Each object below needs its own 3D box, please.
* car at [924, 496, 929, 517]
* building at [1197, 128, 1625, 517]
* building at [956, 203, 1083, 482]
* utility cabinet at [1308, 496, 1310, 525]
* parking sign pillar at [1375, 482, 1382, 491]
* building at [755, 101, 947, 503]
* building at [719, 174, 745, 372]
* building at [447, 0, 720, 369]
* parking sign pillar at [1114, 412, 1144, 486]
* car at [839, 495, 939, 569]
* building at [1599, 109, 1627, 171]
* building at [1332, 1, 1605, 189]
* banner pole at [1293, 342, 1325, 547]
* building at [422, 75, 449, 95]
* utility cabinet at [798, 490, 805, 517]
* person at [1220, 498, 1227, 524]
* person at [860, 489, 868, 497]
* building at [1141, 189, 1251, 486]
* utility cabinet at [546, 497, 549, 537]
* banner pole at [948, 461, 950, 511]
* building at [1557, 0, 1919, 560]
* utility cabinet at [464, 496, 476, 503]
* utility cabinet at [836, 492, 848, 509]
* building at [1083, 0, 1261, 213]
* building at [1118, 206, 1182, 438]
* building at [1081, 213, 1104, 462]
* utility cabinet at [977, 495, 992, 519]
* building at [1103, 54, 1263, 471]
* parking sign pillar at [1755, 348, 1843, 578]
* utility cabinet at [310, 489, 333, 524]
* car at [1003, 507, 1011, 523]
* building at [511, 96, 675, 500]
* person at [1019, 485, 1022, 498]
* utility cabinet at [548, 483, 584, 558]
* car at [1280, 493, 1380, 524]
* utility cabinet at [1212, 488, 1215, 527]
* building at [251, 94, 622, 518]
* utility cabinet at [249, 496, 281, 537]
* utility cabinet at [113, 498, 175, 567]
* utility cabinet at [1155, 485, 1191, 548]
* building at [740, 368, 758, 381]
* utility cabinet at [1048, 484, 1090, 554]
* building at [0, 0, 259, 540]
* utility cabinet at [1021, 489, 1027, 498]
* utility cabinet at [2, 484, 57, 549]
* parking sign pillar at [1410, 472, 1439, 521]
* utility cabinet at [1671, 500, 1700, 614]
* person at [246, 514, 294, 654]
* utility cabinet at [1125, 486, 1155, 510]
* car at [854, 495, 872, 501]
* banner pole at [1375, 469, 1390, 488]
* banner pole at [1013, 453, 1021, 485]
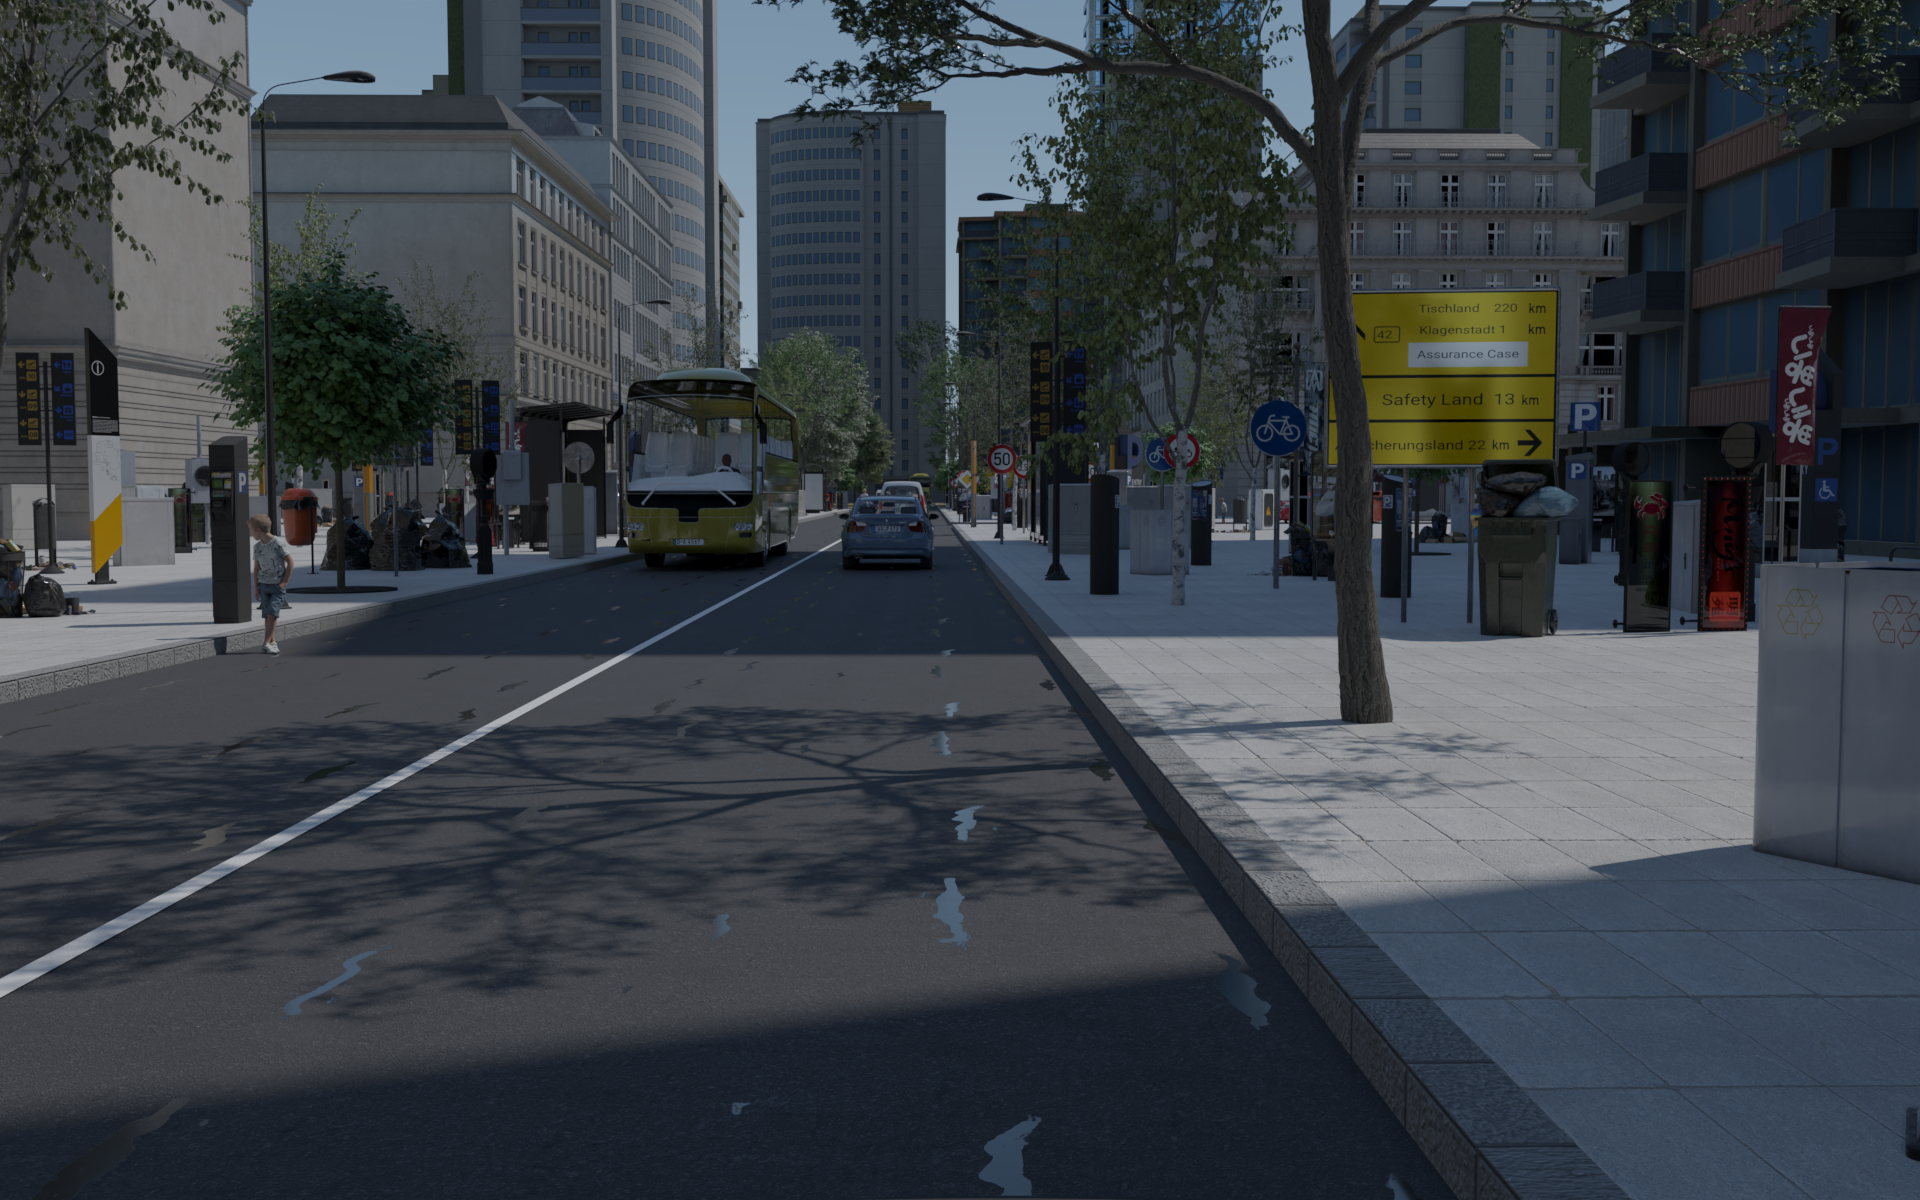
[{"bbox_3d":[-2.579,-5.274,96.023,2.009,1.686,4.222,0,3,0],"label":"car"},{"bbox_3d":[26.676,-15.841,100.797,24.055,21.916,13.314,0,4,-1],"label":"building"},{"bbox_3d":[12.283,-37.243,263.550,28.867,44.769,22.147,0,4,-1],"label":"building"},{"bbox_3d":[14.347,-3.511,68.571,1.020,1.237,0.306,0,4,8],"label":"utility cabinet"},{"bbox_3d":[20.948,-5.986,86.349,1.447,3.967,1.447,2,4,35],"label":"parking sign pillar"},{"bbox_3d":[-16.244,-44.049,262.193,28.212,58.520,21.231,0,4,-1],"label":"building"},{"bbox_3d":[-37.651,-31.081,200.057,23.993,40.220,32.217,0,4,-1],"label":"building"},{"bbox_3d":[-35.526,-38.273,167.755,21.231,58.520,28.212,0,4,-1],"label":"building"},{"bbox_3d":[5.563,-4.190,56.972,1.447,3.967,1.447,2,4,34],"label":"parking sign pillar"},{"bbox_3d":[-1.415,-1.366,34.333,2.014,1.417,4.499,0,4,-1],"label":"car"},{"bbox_3d":[48.825,-17.239,99.883,19.932,24.808,12.078,0,4,-1],"label":"building"},{"bbox_3d":[59.308,-40.681,207.136,28.212,58.520,21.231,0,4,-1],"label":"building"},{"bbox_3d":[5.752,-2.369,28.754,0.863,3.779,0.401,-2,4,-32],"label":"banner pole"},{"bbox_3d":[-60.551,-35.555,205.033,21.600,48.544,21.300,0,4,-1],"label":"building"},{"bbox_3d":[-9.115,-5.418,97.268,0.318,1.500,1.173,2,4,28],"label":"utility cabinet"},{"bbox_3d":[11.717,-3.908,77.078,0.352,1.250,0.332,2,4,33],"label":"person"},{"bbox_3d":[-5.318,-5.430,97.957,0.731,1.740,0.598,0,4,5],"label":"person"},{"bbox_3d":[18.550,-16.067,117.439,10.420,20.320,16.860,0,4,-1],"label":"building"},{"bbox_3d":[-9.501,-1.885,41.980,1.020,1.237,0.306,1,4,15],"label":"utility cabinet"},{"bbox_3d":[-0.823,-8.552,129.849,0.401,3.779,0.863,0,4,7],"label":"banner pole"},{"bbox_3d":[28.254,-23.626,40.909,22.147,44.769,28.867,0,4,-1],"label":"building"},{"bbox_3d":[-19.628,-3.581,69.711,1.020,1.237,0.306,1,4,14],"label":"utility cabinet"},{"bbox_3d":[-10.257,-8.643,149.999,0.318,1.500,1.173,3,5,43],"label":"utility cabinet"},{"bbox_3d":[22.934,-54.303,200.523,22.319,86.520,31.000,0,4,-1],"label":"building"},{"bbox_3d":[22.011,-18.811,140.845,16.112,22.955,30.059,0,4,-1],"label":"building"},{"bbox_3d":[19.315,-24.938,179.440,14.160,30.474,14.107,0,4,-1],"label":"building"},{"bbox_3d":[1.089,-4.683,87.723,1.020,1.237,0.306,1,4,20],"label":"utility cabinet"},{"bbox_3d":[20.557,-29.448,165.063,14.154,41.232,14.086,0,4,-1],"label":"building"},{"bbox_3d":[12.909,-2.326,26.501,1.447,3.967,1.447,0,4,-4],"label":"parking sign pillar"},{"bbox_3d":[-26.851,-3.891,72.302,1.173,1.500,0.318,-2,4,-33],"label":"utility cabinet"},{"bbox_3d":[3.951,-4.146,77.570,4.222,1.686,2.009,0,3,0],"label":"car"},{"bbox_3d":[-30.349,-22.016,137.449,11.434,29.767,29.804,0,4,-1],"label":"building"},{"bbox_3d":[2.553,-4.089,75.167,0.447,1.846,0.655,-1,4,-14],"label":"person"},{"bbox_3d":[-7.885,-1.588,34.649,0.318,1.500,1.173,0,4,8],"label":"utility cabinet"},{"bbox_3d":[16.117,-4.081,75.757,4.494,1.783,2.155,0,4,-1],"label":"car"},{"bbox_3d":[9.132,-3.513,66.119,1.173,1.500,0.318,2,4,29],"label":"utility cabinet"},{"bbox_3d":[-31.644,-16.787,107.751,16.112,22.955,30.059,0,4,-1],"label":"building"},{"bbox_3d":[-21.111,-2.524,52.426,1.020,1.237,0.306,-1,4,-18],"label":"utility cabinet"},{"bbox_3d":[-14.657,-1.218,31.077,0.306,1.237,1.020,3,4,36],"label":"utility cabinet"},{"bbox_3d":[5.274,-1.968,40.852,1.173,1.500,0.318,1,4,11],"label":"utility cabinet"},{"bbox_3d":[-45.215,-25.711,265.420,28.899,21.520,27.650,0,4,-1],"label":"building"},{"bbox_3d":[2.460,-1.733,37.017,1.173,1.500,0.318,2,4,32],"label":"utility cabinet"},{"bbox_3d":[-33.105,-13.201,52.001,21.152,22.565,11.583,0,4,-1],"label":"building"},{"bbox_3d":[3.395,-4.358,79.930,1.173,1.500,0.318,-2,4,-33],"label":"utility cabinet"},{"bbox_3d":[-21.408,-1.905,39.833,0.318,1.500,1.173,1,4,21],"label":"utility cabinet"},{"bbox_3d":[22.049,-5.719,81.984,1.447,3.967,1.447,-2,4,-25],"label":"parking sign pillar"},{"bbox_3d":[8.069,-0.481,19.028,0.306,1.237,1.020,1,4,11],"label":"utility cabinet"},{"bbox_3d":[-6.209,-0.148,15.607,0.352,1.250,0.332,-3,5,-45],"label":"person"},{"bbox_3d":[5.133,-2.369,47.411,1.173,1.500,0.318,0,4,-2],"label":"utility cabinet"},{"bbox_3d":[-7.651,-7.896,141.671,1.945,1.354,3.894,0,4,-2],"label":"car"},{"bbox_3d":[34.381,-9.255,141.334,0.401,3.779,0.863,-3,5,-42],"label":"banner pole"},{"bbox_3d":[3.095,-6.309,93.168,0.401,3.779,0.863,3,5,41],"label":"banner pole"}]
